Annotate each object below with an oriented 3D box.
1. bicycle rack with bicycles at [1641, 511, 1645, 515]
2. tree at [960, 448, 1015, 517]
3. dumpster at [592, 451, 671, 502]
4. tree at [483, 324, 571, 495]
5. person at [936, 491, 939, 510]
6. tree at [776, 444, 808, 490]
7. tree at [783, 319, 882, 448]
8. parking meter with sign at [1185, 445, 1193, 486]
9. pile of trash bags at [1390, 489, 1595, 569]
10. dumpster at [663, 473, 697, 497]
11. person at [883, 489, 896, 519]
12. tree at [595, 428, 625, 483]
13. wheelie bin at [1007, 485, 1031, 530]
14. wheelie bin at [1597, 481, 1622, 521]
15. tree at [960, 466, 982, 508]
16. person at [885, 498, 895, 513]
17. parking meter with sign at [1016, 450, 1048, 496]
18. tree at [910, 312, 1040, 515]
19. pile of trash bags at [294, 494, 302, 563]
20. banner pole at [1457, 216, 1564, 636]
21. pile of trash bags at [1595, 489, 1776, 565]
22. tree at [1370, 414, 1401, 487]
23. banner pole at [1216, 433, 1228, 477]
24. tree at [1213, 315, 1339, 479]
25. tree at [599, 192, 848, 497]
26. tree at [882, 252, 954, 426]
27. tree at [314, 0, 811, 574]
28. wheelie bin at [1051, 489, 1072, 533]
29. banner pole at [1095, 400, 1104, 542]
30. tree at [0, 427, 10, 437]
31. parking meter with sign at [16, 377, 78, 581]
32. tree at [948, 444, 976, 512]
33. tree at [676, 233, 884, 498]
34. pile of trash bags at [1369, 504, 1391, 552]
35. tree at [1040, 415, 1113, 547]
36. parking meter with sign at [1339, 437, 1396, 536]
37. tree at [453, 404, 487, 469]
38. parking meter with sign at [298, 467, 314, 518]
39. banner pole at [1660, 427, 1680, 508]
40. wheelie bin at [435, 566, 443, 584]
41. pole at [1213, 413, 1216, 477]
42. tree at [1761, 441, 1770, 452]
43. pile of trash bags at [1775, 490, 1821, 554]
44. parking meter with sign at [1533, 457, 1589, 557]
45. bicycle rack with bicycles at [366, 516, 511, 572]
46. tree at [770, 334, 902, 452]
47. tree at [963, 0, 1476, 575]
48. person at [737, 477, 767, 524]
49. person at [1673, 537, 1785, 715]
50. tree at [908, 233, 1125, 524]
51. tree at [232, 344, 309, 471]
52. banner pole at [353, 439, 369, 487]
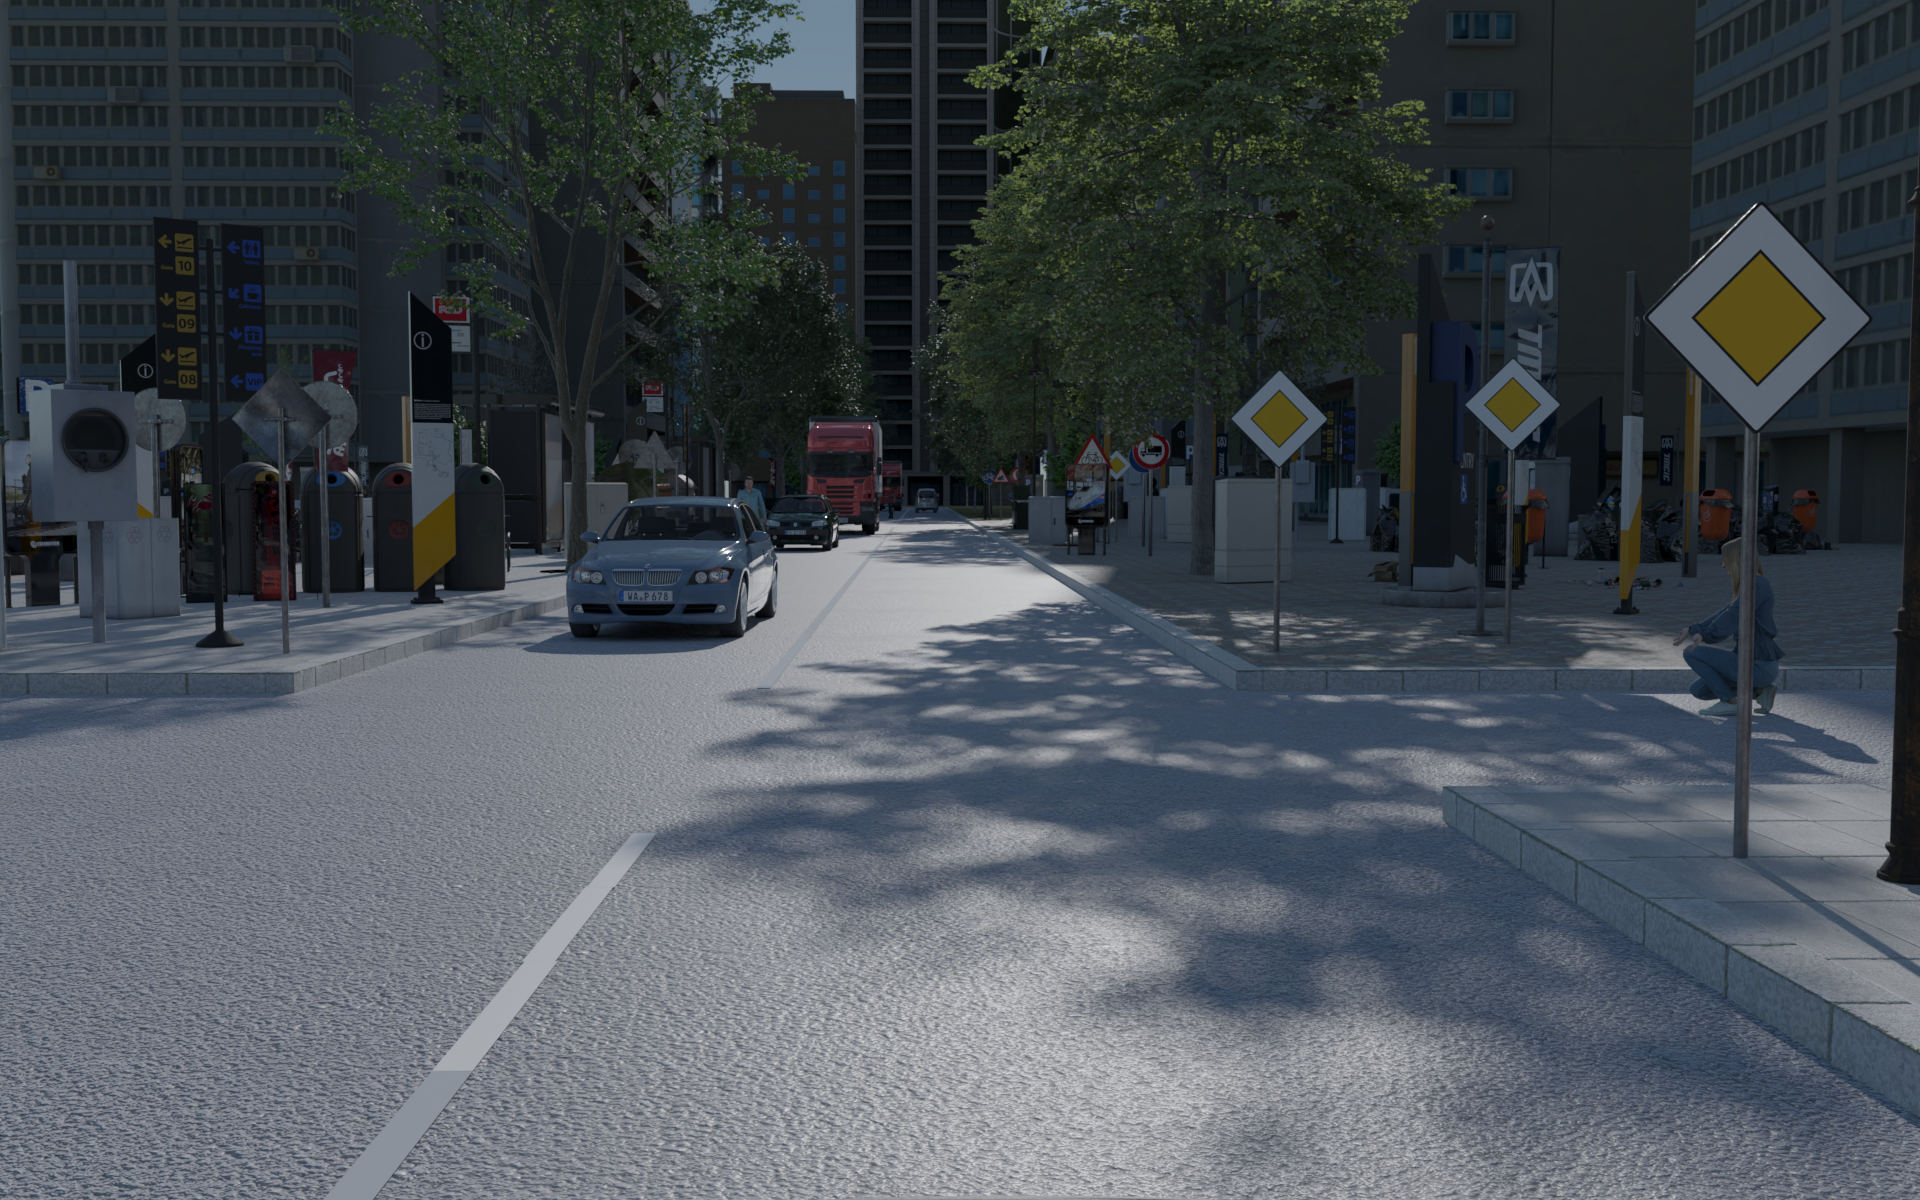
[{"bbox_3d":[20.118,-2.454,53.497,2.925,0.926,2.852,2,4,28],"label":"bicycle rack with bicycles"},{"bbox_3d":[1.512,-7.003,98.220,4.285,4.588,4.351,0,3,0],"label":"tree"},{"bbox_3d":[-7.312,-2.207,38.571,1.502,2.255,1.985,0,4,-1],"label":"dumpster"},{"bbox_3d":[-18.974,-7.618,74.918,4.360,8.622,3.978,0,3,0],"label":"tree"},{"bbox_3d":[-2.051,-8.624,150.203,0.721,1.736,1.217,0,4,-6],"label":"person"},{"bbox_3d":[-8.817,-6.991,98.019,4.285,4.588,4.351,0,3,0],"label":"tree"},{"bbox_3d":[-8.485,-11.793,110.943,7.486,12.596,7.792,0,3,0],"label":"tree"},{"bbox_3d":[8.541,-3.923,60.406,0.543,3.016,1.738,-2,4,-33],"label":"parking meter with sign"},{"bbox_3d":[9.494,-1.308,31.137,1.912,1.369,3.447,-1,4,-14],"label":"pile of trash bags"},{"bbox_3d":[-7.932,-2.549,47.431,1.264,1.857,1.865,0,4,-1],"label":"dumpster"},{"bbox_3d":[-4.125,-5.648,101.566,0.721,1.743,1.217,-3,4,-38],"label":"person"},{"bbox_3d":[-18.104,-6.310,86.889,4.285,4.588,4.351,0,3,0],"label":"tree"},{"bbox_3d":[2.182,-3.354,62.740,0.980,1.594,0.693,-1,4,-9],"label":"wheelie bin"},{"bbox_3d":[16.050,-2.119,42.558,0.693,1.594,0.980,1,4,8],"label":"wheelie bin"},{"bbox_3d":[0.836,-12.868,160.759,4.737,8.622,4.395,0,3,0],"label":"tree"},{"bbox_3d":[-5.303,-7.339,131.721,0.991,1.433,0.599,0,4,5],"label":"person"},{"bbox_3d":[2.854,-4.342,67.260,1.738,3.016,0.543,-3,5,-44],"label":"parking meter with sign"},{"bbox_3d":[1.800,-12.272,107.294,9.857,13.997,8.962,0,3,0],"label":"tree"},{"bbox_3d":[-13.173,-1.360,31.991,1.912,1.369,3.447,1,4,13],"label":"pile of trash bags"},{"bbox_3d":[4.955,-1.564,15.589,0.863,3.779,0.401,2,4,25],"label":"banner pole"},{"bbox_3d":[13.231,-1.399,32.634,1.912,1.369,3.447,-1,4,-18],"label":"pile of trash bags"},{"bbox_3d":[16.878,-4.902,63.857,4.285,4.588,4.351,0,3,0],"label":"tree"},{"bbox_3d":[9.334,-4.446,62.711,0.863,3.779,0.401,-1,4,-23],"label":"banner pole"},{"bbox_3d":[13.071,-7.250,68.902,4.360,8.622,3.978,0,3,0],"label":"tree"},{"bbox_3d":[-7.123,-7.244,52.846,8.767,10.594,7.601,1,4,16],"label":"tree"},{"bbox_3d":[2.678,-8.551,57.932,7.486,12.596,7.792,0,3,0],"label":"tree"},{"bbox_3d":[-6.218,-6.237,27.738,9.928,11.665,9.643,0,3,0],"label":"tree"},{"bbox_3d":[3.347,-2.986,56.732,0.693,1.594,0.980,-3,5,-44],"label":"wheelie bin"},{"bbox_3d":[3.730,-3.434,46.165,0.401,3.779,0.863,1,4,19],"label":"banner pole"},{"bbox_3d":[-40.359,-5.342,71.055,4.285,4.588,4.351,0,3,0],"label":"tree"},{"bbox_3d":[-13.144,-1.795,25.614,1.738,3.016,0.543,2,4,31],"label":"parking meter with sign"},{"bbox_3d":[0.929,-10.496,121.969,4.360,8.622,3.978,0,3,0],"label":"tree"},{"bbox_3d":[-8.044,-9.750,76.413,9.611,12.733,9.660,0,3,0],"label":"tree"},{"bbox_3d":[10.964,-1.757,38.475,3.447,1.369,1.912,0,4,-6],"label":"pile of trash bags"},{"bbox_3d":[2.731,-2.951,42.852,1.663,3.219,1.824,0,3,0],"label":"tree"},{"bbox_3d":[12.547,-3.484,53.219,1.738,3.016,0.543,-1,4,-19],"label":"parking meter with sign"},{"bbox_3d":[-17.822,-4.746,61.315,4.285,4.588,4.351,0,3,0],"label":"tree"},{"bbox_3d":[-18.312,-3.238,49.196,1.738,3.016,0.543,0,4,5],"label":"parking meter with sign"},{"bbox_3d":[26.529,-4.564,64.636,0.863,3.779,0.401,0,4,6],"label":"banner pole"},{"bbox_3d":[-7.632,-1.031,24.765,0.980,1.594,0.693,-1,4,-17],"label":"wheelie bin"},{"bbox_3d":[6.346,-3.054,43.769,0.158,3.312,0.155,0,3,0],"label":"pole"},{"bbox_3d":[30.934,-7.009,64.961,4.737,8.622,4.395,0,3,0],"label":"tree"},{"bbox_3d":[17.416,-1.694,37.453,3.447,1.369,1.912,-2,4,-32],"label":"pile of trash bags"},{"bbox_3d":[12.168,-2.403,35.546,1.738,3.016,0.543,1,4,22],"label":"parking meter with sign"},{"bbox_3d":[-8.589,-0.950,28.921,2.852,0.926,2.925,-1,4,-13],"label":"bicycle rack with bicycles"},{"bbox_3d":[-9.331,-13.280,127.496,12.009,13.543,11.850,0,3,0],"label":"tree"},{"bbox_3d":[3.959,-6.647,26.800,7.486,12.596,7.792,0,3,0],"label":"tree"},{"bbox_3d":[-4.684,-1.852,38.798,0.660,1.820,0.620,-1,4,-19],"label":"person"},{"bbox_3d":[4.942,0.168,11.254,0.738,1.151,1.012,2,4,32],"label":"person"},{"bbox_3d":[2.627,-9.589,73.789,9.611,12.733,9.660,0,3,0],"label":"tree"},{"bbox_3d":[-33.523,-8.214,84.660,4.737,8.622,4.395,0,3,0],"label":"tree"},{"bbox_3d":[-27.100,-5.399,78.292,0.863,3.779,0.401,0,4,8],"label":"banner pole"}]
